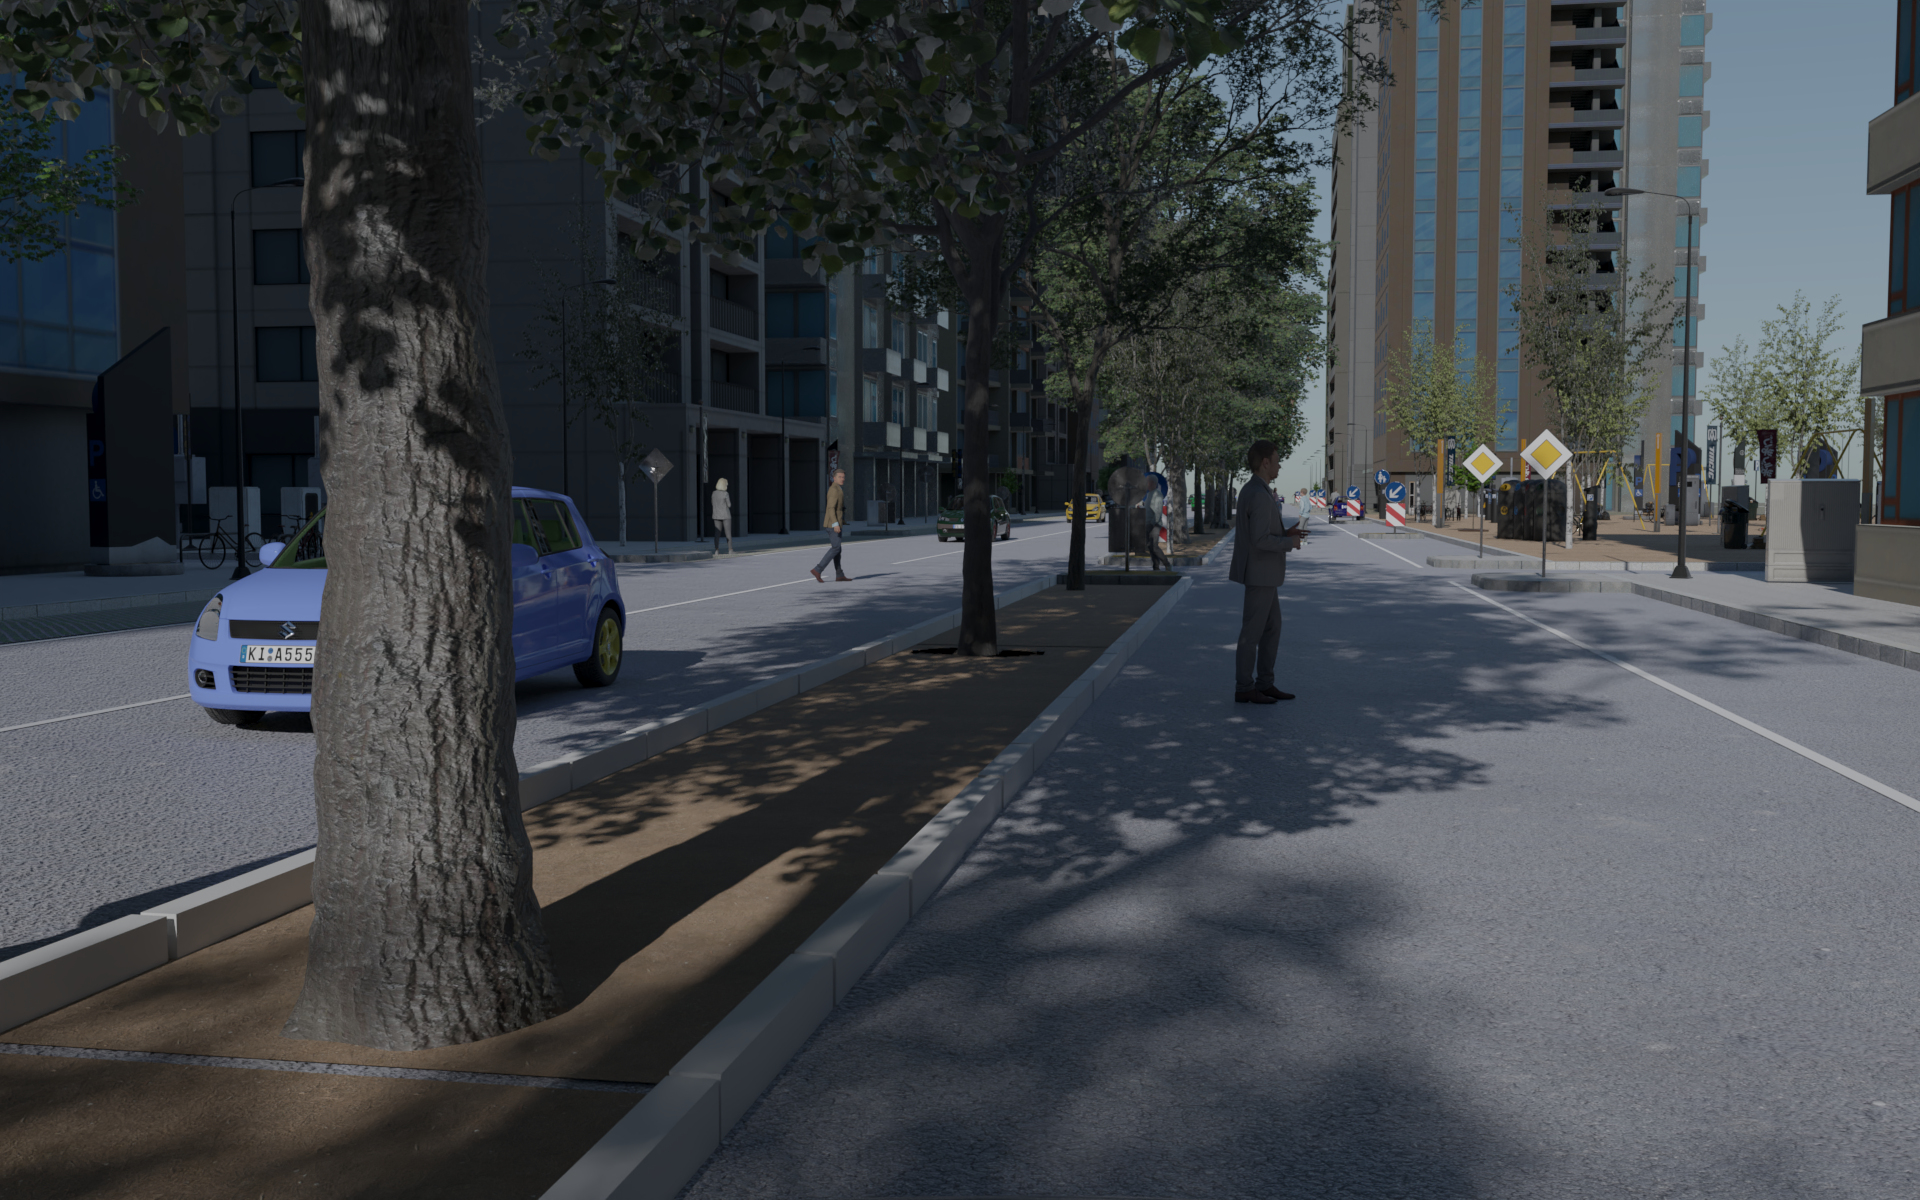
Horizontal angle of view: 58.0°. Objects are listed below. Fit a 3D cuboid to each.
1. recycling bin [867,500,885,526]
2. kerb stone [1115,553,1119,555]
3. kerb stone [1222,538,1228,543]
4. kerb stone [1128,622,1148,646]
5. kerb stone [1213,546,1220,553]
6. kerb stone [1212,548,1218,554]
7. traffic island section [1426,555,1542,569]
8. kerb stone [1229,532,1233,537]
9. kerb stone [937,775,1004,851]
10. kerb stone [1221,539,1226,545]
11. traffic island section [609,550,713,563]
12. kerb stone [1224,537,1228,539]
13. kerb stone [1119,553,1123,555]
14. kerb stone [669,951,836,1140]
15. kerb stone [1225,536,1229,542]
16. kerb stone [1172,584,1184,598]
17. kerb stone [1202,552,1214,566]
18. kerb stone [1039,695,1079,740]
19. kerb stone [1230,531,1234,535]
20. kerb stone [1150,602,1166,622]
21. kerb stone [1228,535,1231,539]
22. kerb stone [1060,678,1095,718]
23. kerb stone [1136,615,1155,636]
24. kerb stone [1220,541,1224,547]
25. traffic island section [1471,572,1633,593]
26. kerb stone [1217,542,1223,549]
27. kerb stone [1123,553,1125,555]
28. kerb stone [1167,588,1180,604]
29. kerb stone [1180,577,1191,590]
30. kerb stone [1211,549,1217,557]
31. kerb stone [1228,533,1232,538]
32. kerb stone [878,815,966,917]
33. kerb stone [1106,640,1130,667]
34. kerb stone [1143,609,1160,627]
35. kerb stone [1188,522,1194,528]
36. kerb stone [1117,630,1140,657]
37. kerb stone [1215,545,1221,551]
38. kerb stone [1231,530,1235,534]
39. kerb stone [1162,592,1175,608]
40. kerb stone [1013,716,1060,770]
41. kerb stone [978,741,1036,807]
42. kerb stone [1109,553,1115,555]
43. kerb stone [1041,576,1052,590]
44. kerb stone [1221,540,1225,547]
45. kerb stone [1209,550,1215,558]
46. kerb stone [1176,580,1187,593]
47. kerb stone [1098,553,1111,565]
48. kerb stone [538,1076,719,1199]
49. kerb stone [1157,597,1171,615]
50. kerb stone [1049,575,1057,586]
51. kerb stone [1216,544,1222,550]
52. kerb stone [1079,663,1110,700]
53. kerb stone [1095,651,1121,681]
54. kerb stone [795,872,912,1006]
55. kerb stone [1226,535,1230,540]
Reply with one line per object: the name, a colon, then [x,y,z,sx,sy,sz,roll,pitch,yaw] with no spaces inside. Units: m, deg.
recycling bin: [-3.334,-3.444,68.869,0.722,1.027,0.722,0,4,-3]
kerb stone: [3.284,-0.942,37.604,0.120,0.150,1.000,1,4,10]
kerb stone: [7.166,-1.535,47.314,0.120,0.150,1.000,1,4,10]
kerb stone: [1.669,0.348,16.504,0.120,0.150,1.000,1,4,10]
kerb stone: [5.903,-1.103,40.257,0.120,0.150,1.000,1,4,10]
kerb stone: [5.725,-1.042,39.248,0.120,0.150,1.000,1,4,10]
traffic island section: [10.414,-0.751,34.555,2.009,0.180,2.903,1,4,10]
kerb stone: [8.413,-1.962,54.367,0.120,0.150,1.000,1,4,10]
kerb stone: [0.042,0.912,7.377,0.120,0.150,1.000,1,4,10]
kerb stone: [6.977,-1.475,46.306,0.120,0.150,1.000,1,4,10]
traffic island section: [-6.609,-0.936,37.581,2.009,0.180,2.903,1,4,10]
kerb stone: [7.341,-1.596,48.321,0.120,0.150,1.000,1,4,10]
kerb stone: [3.478,-1.004,38.607,0.120,0.150,1.000,1,4,10]
kerb stone: [-0.500,1.093,4.334,0.120,0.150,1.000,1,4,10]
kerb stone: [7.517,-1.658,49.331,0.120,0.150,1.000,1,4,10]
kerb stone: [2.926,-0.084,23.562,0.120,0.150,1.000,1,4,10]
kerb stone: [5.180,-0.857,36.204,0.120,0.150,1.000,1,4,10]
kerb stone: [0.586,0.720,10.431,0.120,0.150,1.000,1,4,10]
kerb stone: [8.594,-2.025,55.377,0.120,0.150,1.000,1,4,10]
kerb stone: [2.207,0.163,19.526,0.120,0.150,1.000,1,4,10]
kerb stone: [7.876,-1.778,51.343,0.120,0.150,1.000,1,4,10]
kerb stone: [0.766,0.658,11.438,0.120,0.150,1.000,1,4,10]
kerb stone: [1.848,0.287,17.510,0.120,0.150,1.000,1,4,10]
kerb stone: [6.619,-1.351,44.293,0.120,0.150,1.000,1,4,10]
traffic island section: [9.013,-0.270,26.693,2.009,0.180,2.903,1,4,10]
kerb stone: [6.439,-1.285,43.277,0.120,0.150,1.000,1,4,10]
kerb stone: [3.651,-1.062,39.615,0.120,0.150,1.000,1,4,10]
kerb stone: [2.739,-0.022,22.550,0.120,0.150,1.000,1,4,10]
kerb stone: [3.291,-0.208,25.592,0.120,0.150,1.000,1,4,10]
kerb stone: [5.539,-0.981,38.229,0.120,0.150,1.000,1,4,10]
kerb stone: [8.237,-1.906,53.355,0.120,0.150,1.000,1,4,10]
kerb stone: [-0.133,0.968,6.370,0.120,0.150,1.000,1,4,10]
kerb stone: [1.302,0.473,14.474,0.120,0.150,1.000,1,4,10]
kerb stone: [2.025,0.227,18.520,0.120,0.150,1.000,1,4,10]
kerb stone: [10.308,-3.347,76.966,0.120,0.150,1.000,1,4,10]
kerb stone: [1.486,0.410,15.492,0.120,0.150,1.000,1,4,10]
kerb stone: [6.077,-1.163,41.264,0.120,0.150,1.000,1,4,10]
kerb stone: [8.948,-2.153,57.390,0.120,0.150,1.000,1,4,10]
kerb stone: [2.560,0.042,21.541,0.120,0.150,1.000,1,4,10]
kerb stone: [0.410,0.782,9.413,0.120,0.150,1.000,1,4,10]
kerb stone: [0.228,0.844,8.398,0.120,0.150,1.000,1,4,10]
kerb stone: [3.116,-0.878,36.596,0.120,0.150,1.000,1,4,10]
kerb stone: [1.215,-0.228,25.983,0.120,0.150,1.000,1,4,10]
kerb stone: [6.798,-1.410,45.300,0.120,0.150,1.000,1,4,10]
kerb stone: [5.359,-0.919,37.214,0.120,0.150,1.000,1,4,10]
kerb stone: [3.105,-0.143,24.584,0.120,0.150,1.000,1,4,10]
kerb stone: [2.939,-0.819,35.589,0.120,0.150,1.000,1,4,10]
kerb stone: [-0.677,1.156,3.327,0.120,0.150,1.000,1,4,10]
kerb stone: [2.388,0.102,20.532,0.120,0.150,1.000,1,4,10]
kerb stone: [1.406,-0.293,26.987,0.120,0.150,1.000,1,4,10]
kerb stone: [6.258,-1.228,42.270,0.120,0.150,1.000,1,4,10]
kerb stone: [0.953,0.596,12.454,0.120,0.150,1.000,1,4,10]
kerb stone: [1.130,0.538,13.462,0.120,0.150,1.000,1,4,10]
kerb stone: [-0.318,1.031,5.345,0.120,0.150,1.000,1,4,10]
kerb stone: [7.687,-1.721,50.338,0.120,0.150,1.000,1,4,10]
